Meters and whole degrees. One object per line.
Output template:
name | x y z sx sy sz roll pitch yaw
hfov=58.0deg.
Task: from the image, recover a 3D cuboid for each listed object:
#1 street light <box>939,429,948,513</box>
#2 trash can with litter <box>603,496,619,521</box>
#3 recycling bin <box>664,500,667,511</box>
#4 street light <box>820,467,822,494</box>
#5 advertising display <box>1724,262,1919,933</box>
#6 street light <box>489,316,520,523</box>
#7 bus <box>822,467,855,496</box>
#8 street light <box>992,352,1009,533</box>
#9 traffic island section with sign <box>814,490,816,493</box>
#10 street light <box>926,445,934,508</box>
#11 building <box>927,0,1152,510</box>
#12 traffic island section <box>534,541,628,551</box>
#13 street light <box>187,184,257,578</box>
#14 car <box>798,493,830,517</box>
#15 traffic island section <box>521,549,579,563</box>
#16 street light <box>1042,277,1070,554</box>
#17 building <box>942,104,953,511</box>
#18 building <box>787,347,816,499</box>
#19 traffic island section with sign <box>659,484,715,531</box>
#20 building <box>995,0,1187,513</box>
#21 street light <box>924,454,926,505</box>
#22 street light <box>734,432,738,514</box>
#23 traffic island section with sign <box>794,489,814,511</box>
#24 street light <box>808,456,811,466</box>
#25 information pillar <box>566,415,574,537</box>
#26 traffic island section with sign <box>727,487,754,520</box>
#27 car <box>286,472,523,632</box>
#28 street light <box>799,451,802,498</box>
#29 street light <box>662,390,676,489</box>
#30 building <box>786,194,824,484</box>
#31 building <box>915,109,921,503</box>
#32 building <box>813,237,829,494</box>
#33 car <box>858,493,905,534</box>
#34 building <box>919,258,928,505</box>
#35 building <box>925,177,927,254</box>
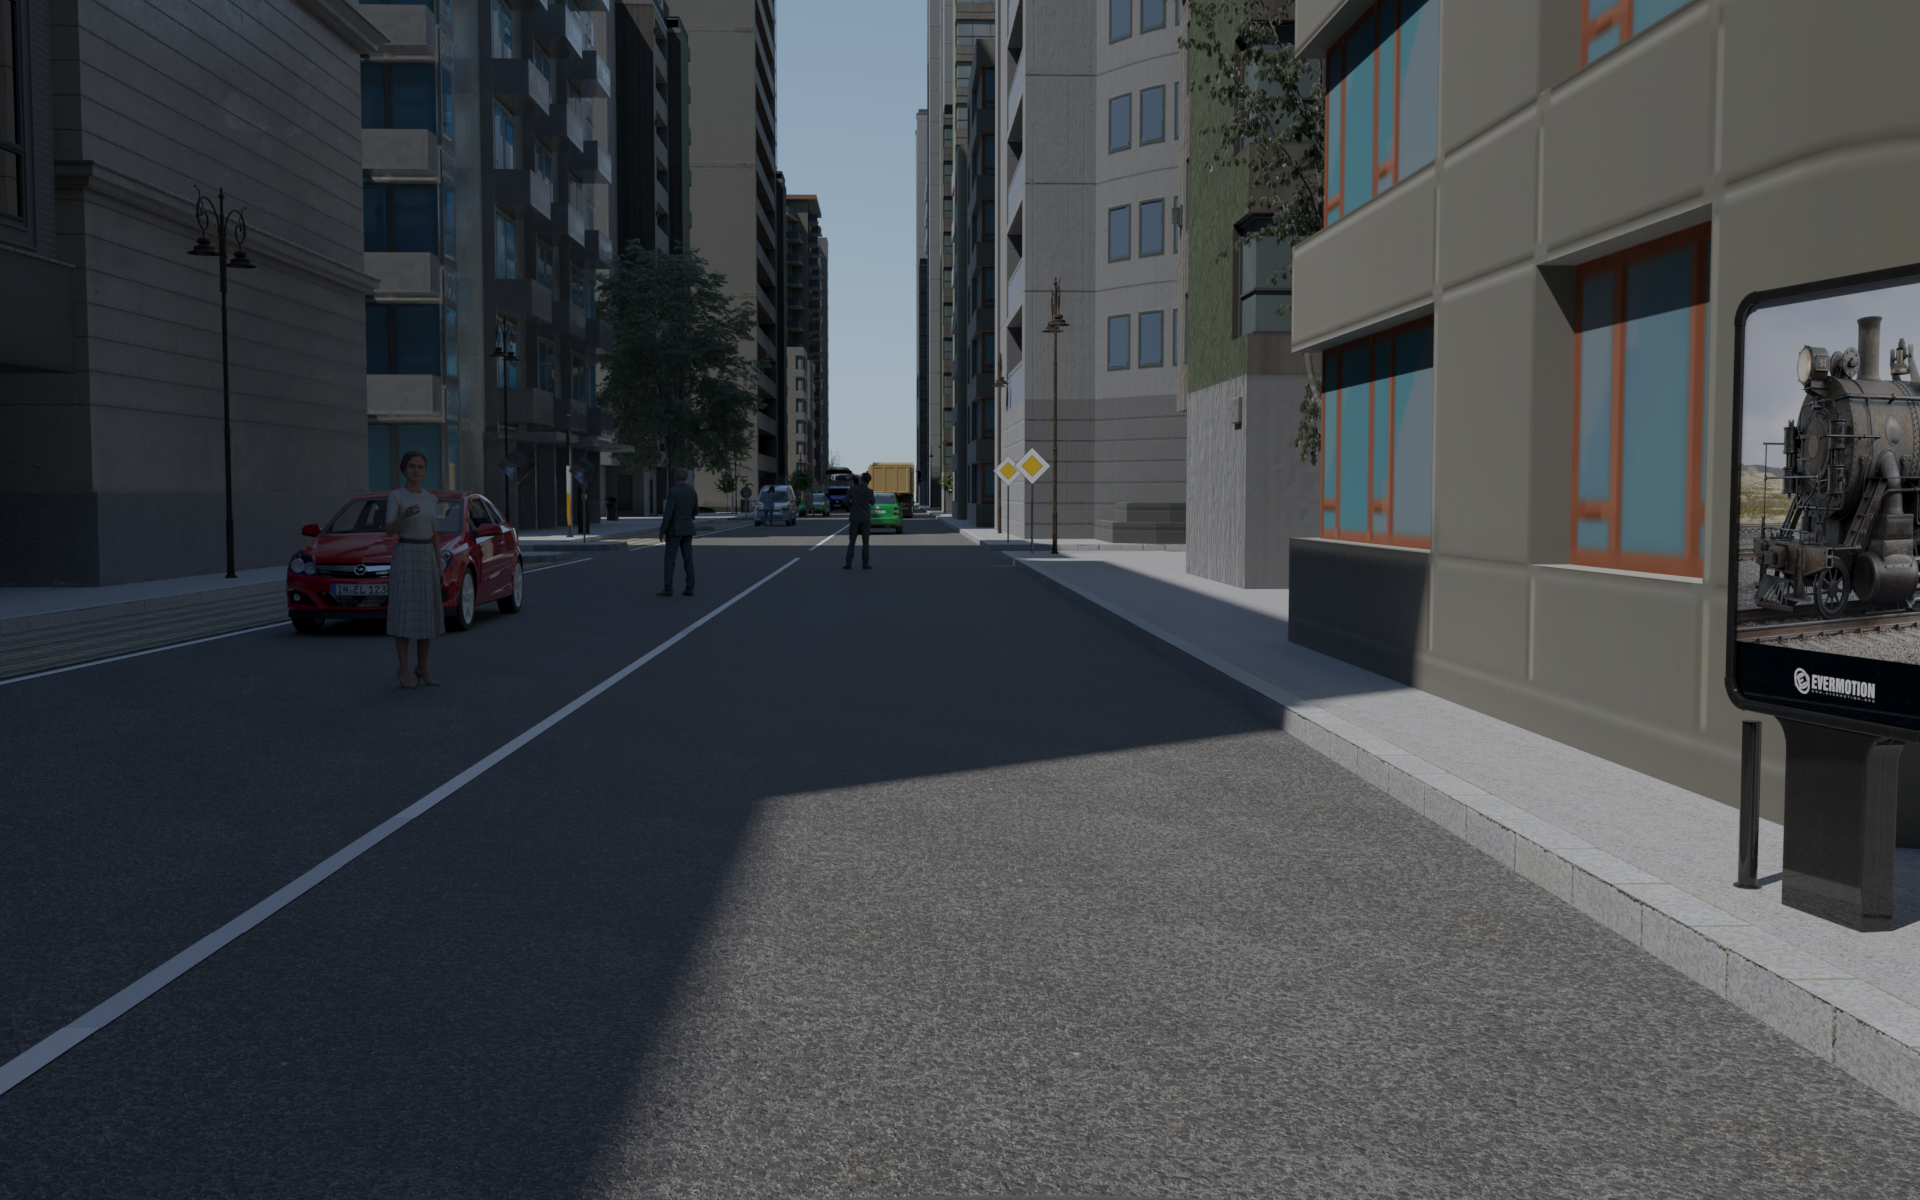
street light | -1.043 -9.013 120.154 0.468 5.910 1.993 0 4 -2
trash can with litter | -16.707 -4.381 83.013 0.624 1.170 1.055 0 4 2
recycling bin | -13.158 -4.109 79.744 0.722 1.027 0.722 2 4 29
street light | -18.972 -16.139 236.652 0.468 5.910 1.993 0 4 -2
advertising display | 2.650 0.002 5.186 0.123 1.923 0.974 -1 4 -11
street light | -11.831 -4.425 45.135 0.468 5.910 1.993 0 4 -2
bus | -10.958 -10.212 158.511 2.896 3.916 12.252 0 4 -2
street light | 1.299 -5.106 56.272 0.468 5.910 1.993 0 4 -2
traffic island section with sign | -14.521 -9.994 172.030 1.989 1.847 2.006 0 4 -2
street light | -2.713 -11.708 164.218 0.468 5.910 1.993 0 4 -2
building | 7.065 -39.097 181.240 21.231 58.520 28.212 0 4 -2
traffic island section | -9.799 -1.396 45.101 2.009 0.180 2.903 0 4 -2
street light | -11.137 -3.272 26.280 0.468 5.910 1.993 0 4 -2
car | -9.236 -6.180 109.844 1.959 1.807 4.718 0 4 0
traffic island section | -9.502 -0.908 37.122 2.009 0.180 2.903 0 4 -2
street light | 2.039 -3.931 37.066 0.468 5.910 1.993 0 4 -2
building | 5.571 -22.037 132.002 14.160 30.474 14.107 0 4 -2
building | -32.707 -22.791 217.672 27.650 21.520 28.899 0 4 -2
traffic island section with sign | -10.650 -3.615 67.732 1.989 1.847 2.006 0 4 -2
building | 8.728 -37.333 152.397 21.231 58.520 28.212 0 4 -2
street light | -3.884 -13.689 196.603 0.468 5.910 1.993 0 4 -2
street light | -14.271 -8.409 110.279 0.468 5.910 1.993 0 4 -2
traffic island section with sign | -13.517 -8.347 145.093 1.989 1.847 2.006 0 4 -2
street light | -17.737 -14.191 204.805 0.468 5.910 1.993 0 4 -2
information pillar | -11.561 -3.660 51.193 0.183 3.616 0.504 0 4 -7
traffic island section with sign | -11.649 -5.262 94.669 1.989 1.847 2.006 0 4 -2
car | -6.116 -0.633 19.392 2.155 1.783 4.494 0 4 -4
street light | -17.168 -13.076 186.571 0.468 5.910 1.993 0 4 -2
street light | -12.998 -6.399 77.414 0.468 5.910 1.993 0 4 -2
building | -30.834 -36.163 245.881 22.147 44.769 28.867 0 4 -2
building | 3.776 -44.247 265.444 21.231 58.520 28.212 0 4 -2
building | -27.595 -35.742 267.982 14.154 41.232 14.086 0 4 -2
car | -2.969 -3.312 62.945 1.959 1.807 4.718 0 4 -2
building | 1.928 -26.993 213.041 14.160 30.474 14.107 0 4 -2
building | 6.449 -37.686 235.769 23.786 49.044 30.456 0 4 -2
